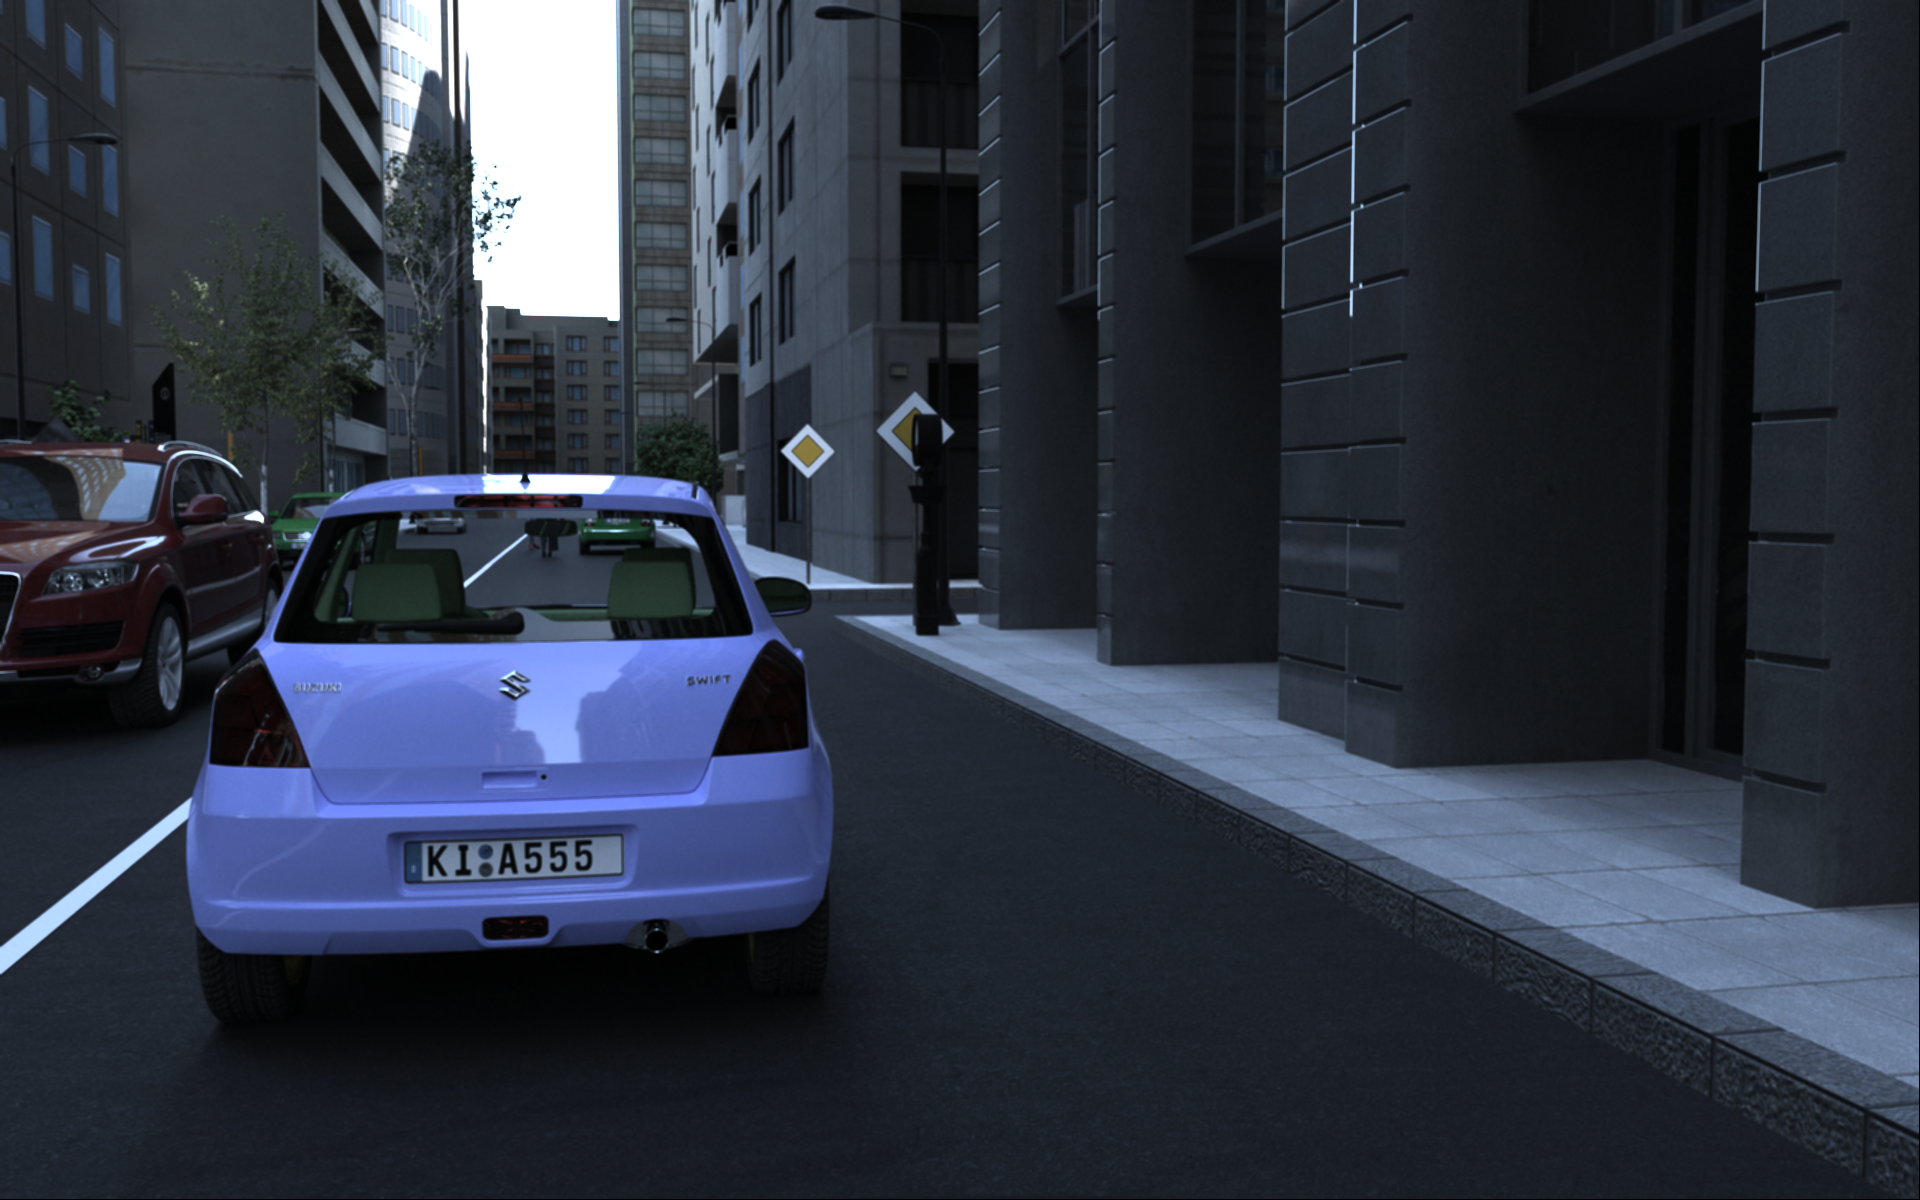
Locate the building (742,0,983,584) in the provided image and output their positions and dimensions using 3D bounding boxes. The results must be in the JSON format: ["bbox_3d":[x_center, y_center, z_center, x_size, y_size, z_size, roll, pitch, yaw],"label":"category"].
[{"bbox_3d":[6.626,-36.479,34.678,20.611,71.187,20.563,-1,4,-12],"label":"building"}]

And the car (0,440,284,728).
[{"bbox_3d":[-6.172,-0.211,12.118,2.281,1.827,5.304,-1,4,-11],"label":"car"}]

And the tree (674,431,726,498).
[{"bbox_3d":[-7.631,-3.564,52.865,1.663,3.219,1.824,0,3,0],"label":"tree"}]

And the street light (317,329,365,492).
[{"bbox_3d":[-17.443,-4.663,48.778,1.470,5.913,1.316,-1,4,-12],"label":"street light"}]

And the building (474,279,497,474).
[{"bbox_3d":[-57.090,-18.881,153.751,28.899,21.520,27.650,-1,4,-12],"label":"building"}]

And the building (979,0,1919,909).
[{"bbox_3d":[8.614,-13.797,3.068,11.434,29.767,29.804,-1,4,-12],"label":"building"}]

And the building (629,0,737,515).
[{"bbox_3d":[-14.134,-26.192,111.837,14.154,41.232,14.086,-1,4,-12],"label":"building"}]

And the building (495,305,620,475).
[{"bbox_3d":[-49.964,-21.121,190.370,28.899,21.520,27.650,-1,4,-12],"label":"building"}]

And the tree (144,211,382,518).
[{"bbox_3d":[-18.192,-5.756,44.476,4.737,8.622,4.395,0,3,0],"label":"tree"}]

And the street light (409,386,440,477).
[{"bbox_3d":[-23.102,-6.248,74.697,1.470,5.913,1.316,-1,4,-12],"label":"street light"}]

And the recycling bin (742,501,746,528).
[{"bbox_3d":[-7.917,-3.310,66.668,0.722,1.027,0.722,1,4,17],"label":"recycling bin"}]

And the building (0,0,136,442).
[{"bbox_3d":[-24.988,-23.355,31.973,14.600,45.320,14.200,-1,4,-12],"label":"building"}]

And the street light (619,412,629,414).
[{"bbox_3d":[-18.536,-7.670,97.942,1.470,5.913,1.316,-1,4,-12],"label":"street light"}]

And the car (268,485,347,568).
[{"bbox_3d":[-12.554,-1.563,34.356,1.959,1.807,4.718,-1,4,-11],"label":"car"}]

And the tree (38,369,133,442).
[{"bbox_3d":[-13.684,-1.959,26.639,1.663,3.219,1.824,0,3,0],"label":"tree"}]

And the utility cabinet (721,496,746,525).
[{"bbox_3d":[-9.329,-3.681,71.340,1.020,1.237,0.306,-3,5,-41],"label":"utility cabinet"}]

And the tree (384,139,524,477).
[{"bbox_3d":[-28.494,-14.093,86.304,12.611,20.169,13.585,0,3,0],"label":"tree"}]

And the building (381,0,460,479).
[{"bbox_3d":[-43.008,-34.528,106.534,21.231,58.520,28.212,-1,4,-12],"label":"building"}]

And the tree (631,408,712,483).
[{"bbox_3d":[-10.881,-5.044,66.184,4.285,4.588,4.351,0,3,0],"label":"tree"}]

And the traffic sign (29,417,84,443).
[{"bbox_3d":[-11.731,-1.156,22.540,0.795,2.450,0.064,-1,4,-12],"label":"traffic sign"}]

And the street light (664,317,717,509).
[{"bbox_3d":[-7.037,-4.475,45.712,1.470,5.913,1.316,-1,4,-12],"label":"street light"}]

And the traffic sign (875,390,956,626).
[{"bbox_3d":[-0.438,-0.807,16.831,0.795,2.450,0.064,-1,4,-12],"label":"traffic sign"}]

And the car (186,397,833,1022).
[{"bbox_3d":[-1.453,0.213,6.111,1.945,1.707,3.694,-1,4,-11],"label":"car"}]

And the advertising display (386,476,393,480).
[{"bbox_3d":[-19.953,-3.389,60.631,0.123,1.923,0.974,-1,4,-13],"label":"advertising display"}]

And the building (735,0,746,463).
[{"bbox_3d":[0.327,-24.799,55.579,14.600,45.320,14.200,-1,4,-12],"label":"building"}]

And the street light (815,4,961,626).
[{"bbox_3d":[-0.691,-2.703,16.727,1.470,5.913,1.316,-1,4,-12],"label":"street light"}]

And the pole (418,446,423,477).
[{"bbox_3d":[-23.042,-4.902,73.986,0.158,3.312,0.155,0,3,0],"label":"pole"}]

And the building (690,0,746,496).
[{"bbox_3d":[-22.727,-37.161,196.824,27.495,52.752,28.713,-1,4,-12],"label":"building"}]

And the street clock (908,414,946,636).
[{"bbox_3d":[-0.299,-0.683,15.737,0.358,2.002,0.471,-1,4,-9],"label":"street clock"}]

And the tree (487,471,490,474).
[{"bbox_3d":[-38.657,-9.044,142.462,1.663,3.219,1.824,0,3,0],"label":"tree"}]

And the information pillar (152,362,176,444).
[{"bbox_3d":[-14.187,-2.422,30.951,0.504,3.616,0.183,2,4,26],"label":"information pillar"}]

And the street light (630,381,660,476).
[{"bbox_3d":[-12.732,-6.059,71.599,1.470,5.913,1.316,-1,4,-12],"label":"street light"}]

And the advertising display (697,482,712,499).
[{"bbox_3d":[-10.626,-4.015,70.854,0.974,1.923,0.123,-1,4,-14],"label":"advertising display"}]

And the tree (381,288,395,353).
[{"bbox_3d":[-19.387,-6.253,52.592,4.737,8.622,4.395,0,3,0],"label":"tree"}]

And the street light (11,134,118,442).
[{"bbox_3d":[-11.567,-3.049,22.393,1.470,5.913,1.316,-1,4,-12],"label":"street light"}]

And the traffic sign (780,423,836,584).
[{"bbox_3d":[-2.163,-1.284,24.629,0.795,2.450,0.064,-1,4,-12],"label":"traffic sign"}]

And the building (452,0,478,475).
[{"bbox_3d":[-43.791,-29.285,128.921,14.600,45.320,14.200,-1,4,-12],"label":"building"}]

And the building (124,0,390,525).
[{"bbox_3d":[-33.836,-26.945,64.252,21.300,48.544,21.600,-1,4,-12],"label":"building"}]

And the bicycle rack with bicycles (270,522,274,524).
[{"bbox_3d":[-17.500,-1.670,40.686,2.925,0.926,2.852,-2,4,-29],"label":"bicycle rack with bicycles"}]

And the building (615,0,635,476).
[{"bbox_3d":[-20.971,-37.788,159.826,21.231,58.520,28.212,-1,4,-12],"label":"building"}]

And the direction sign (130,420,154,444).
[{"bbox_3d":[-24.992,-3.744,53.218,0.876,3.537,0.379,-1,4,-18],"label":"direction sign"}]

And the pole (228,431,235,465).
[{"bbox_3d":[-23.683,-3.824,56.370,0.158,3.312,0.155,0,3,0],"label":"pole"}]

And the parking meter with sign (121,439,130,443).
[{"bbox_3d":[-26.923,-3.597,55.074,1.738,3.016,0.543,2,4,28],"label":"parking meter with sign"}]
